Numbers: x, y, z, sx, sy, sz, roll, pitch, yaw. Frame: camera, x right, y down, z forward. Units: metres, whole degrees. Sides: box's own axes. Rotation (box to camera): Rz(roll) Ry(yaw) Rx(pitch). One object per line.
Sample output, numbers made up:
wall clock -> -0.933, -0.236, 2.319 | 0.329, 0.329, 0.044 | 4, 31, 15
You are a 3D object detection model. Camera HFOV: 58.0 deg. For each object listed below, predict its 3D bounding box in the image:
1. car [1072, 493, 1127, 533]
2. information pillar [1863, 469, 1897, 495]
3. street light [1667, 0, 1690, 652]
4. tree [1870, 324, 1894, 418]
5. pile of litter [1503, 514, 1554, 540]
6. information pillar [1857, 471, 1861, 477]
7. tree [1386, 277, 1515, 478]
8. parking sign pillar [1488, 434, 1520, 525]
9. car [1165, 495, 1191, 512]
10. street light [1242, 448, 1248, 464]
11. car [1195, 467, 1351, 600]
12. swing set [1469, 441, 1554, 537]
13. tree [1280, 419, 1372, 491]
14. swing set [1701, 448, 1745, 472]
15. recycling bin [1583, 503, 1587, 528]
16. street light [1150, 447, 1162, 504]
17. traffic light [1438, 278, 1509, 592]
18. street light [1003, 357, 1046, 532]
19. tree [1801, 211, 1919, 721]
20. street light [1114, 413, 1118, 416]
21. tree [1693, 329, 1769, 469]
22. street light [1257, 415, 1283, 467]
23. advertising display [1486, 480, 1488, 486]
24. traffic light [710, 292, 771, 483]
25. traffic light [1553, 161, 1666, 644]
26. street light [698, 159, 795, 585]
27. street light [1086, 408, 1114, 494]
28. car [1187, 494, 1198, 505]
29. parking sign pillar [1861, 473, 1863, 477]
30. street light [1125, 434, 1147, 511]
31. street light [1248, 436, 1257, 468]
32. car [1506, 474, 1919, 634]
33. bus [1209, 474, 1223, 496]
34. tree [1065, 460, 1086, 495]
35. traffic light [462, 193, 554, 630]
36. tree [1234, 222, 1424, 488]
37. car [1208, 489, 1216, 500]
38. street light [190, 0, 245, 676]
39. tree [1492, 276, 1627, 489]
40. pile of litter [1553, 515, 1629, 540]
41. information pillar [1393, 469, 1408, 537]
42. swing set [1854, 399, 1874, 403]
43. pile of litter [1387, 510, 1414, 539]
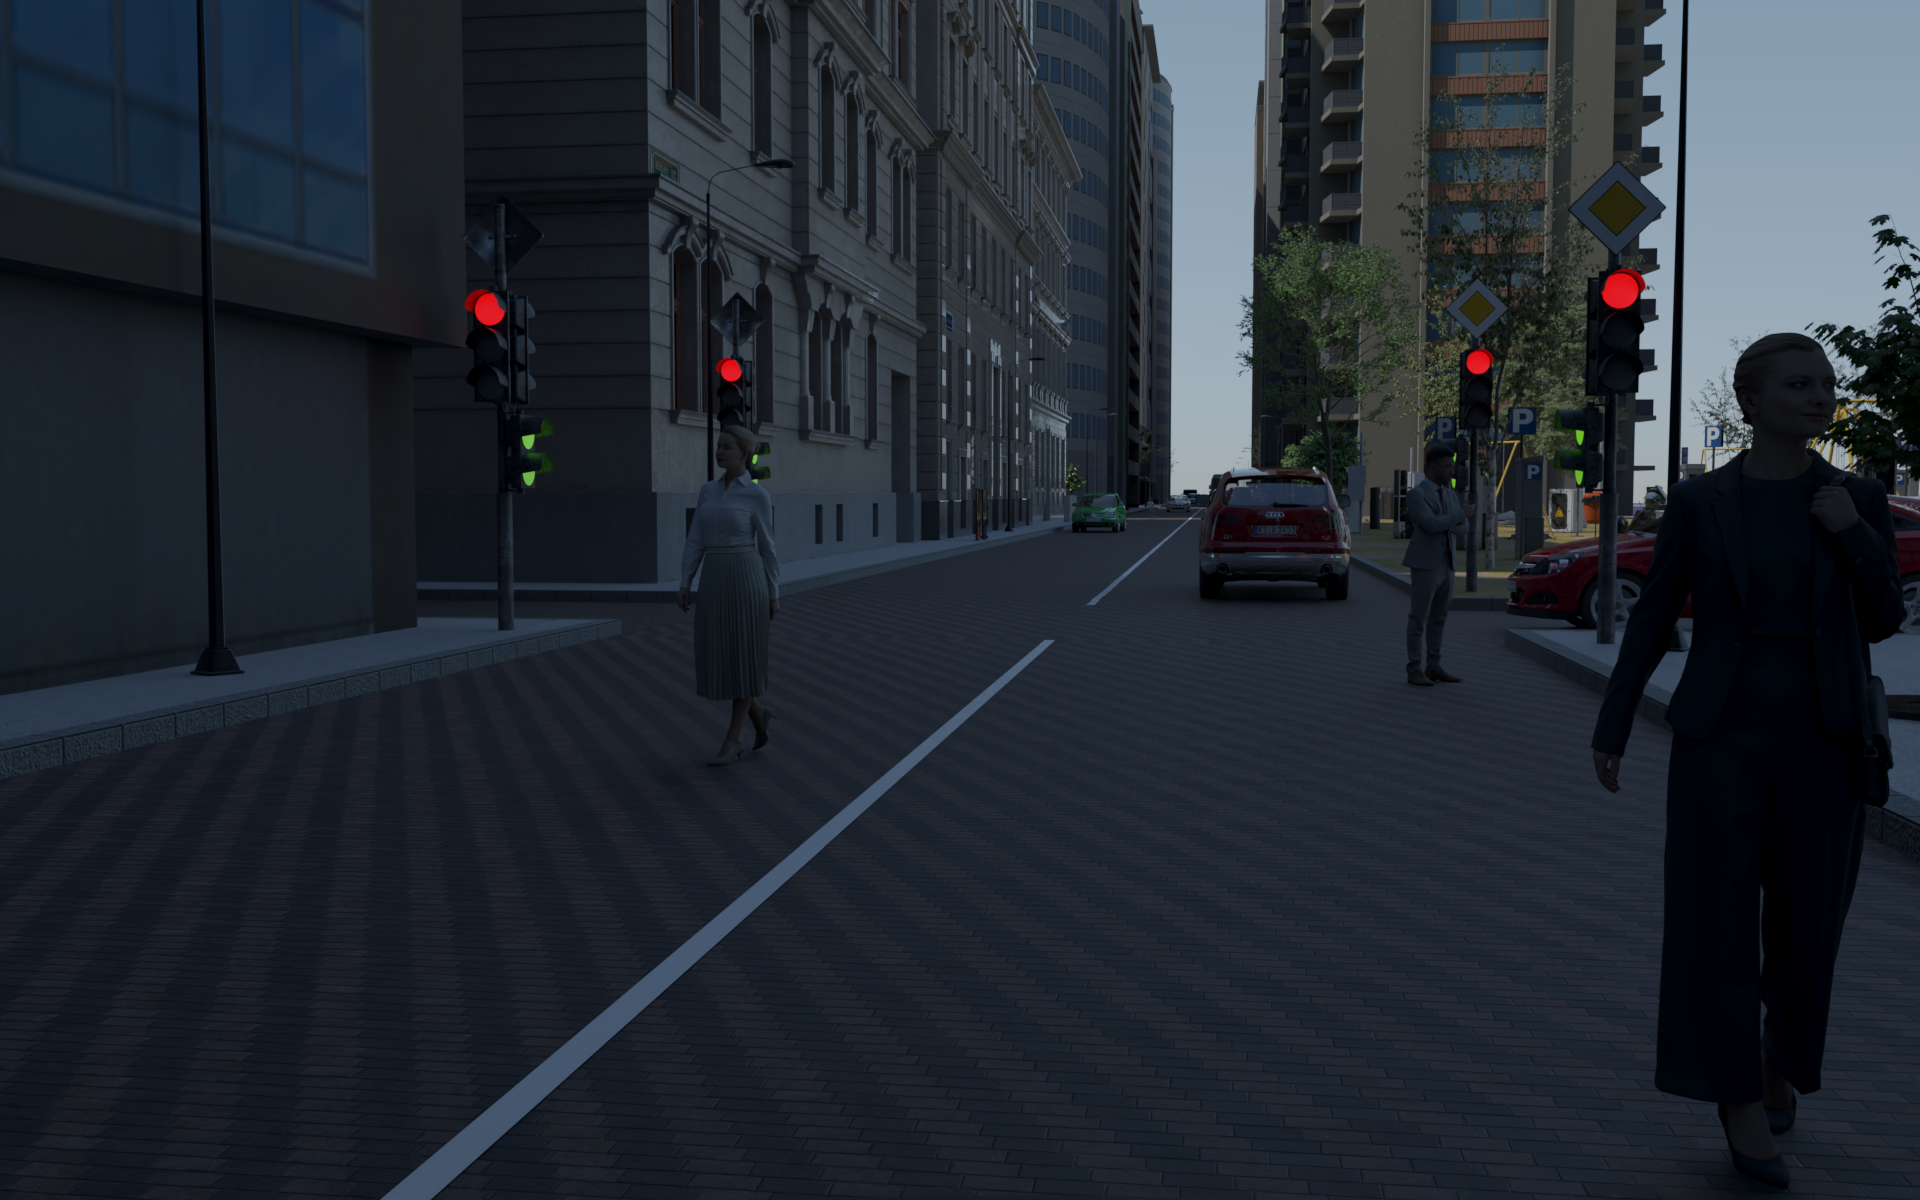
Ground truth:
car -> 5.309, -3.493, 65.907 | 1.959, 1.807, 4.718 | 1, 4, 10
information pillar -> 11.789, -1.085, 22.227 | 0.304, 2.012, 0.304 | 0, 4, 4
street light -> 5.301, -2.545, 14.148 | 1.470, 5.913, 1.316 | 1, 4, 8
tree -> 38.193, -7.441, 72.021 | 4.360, 8.622, 3.978 | 0, 3, 0
pile of litter -> 16.207, -2.155, 49.204 | 1.176, 0.858, 1.719 | -1, 4, -10
information pillar -> 46.228, -5.966, 88.896 | 0.504, 3.616, 0.183 | 1, 4, 18
tree -> 16.653, -6.571, 57.800 | 4.737, 8.622, 4.395 | 0, 3, 0
parking sign pillar -> 22.696, -5.127, 72.303 | 1.447, 3.967, 1.447 | -2, 4, -24
car -> 17.528, -7.745, 138.992 | 2.083, 1.381, 4.827 | 0, 4, 8
street light -> 30.780, -13.005, 185.173 | 1.470, 5.913, 1.316 | 1, 4, 8
car -> 4.547, -1.010, 25.188 | 2.281, 1.827, 5.304 | 1, 4, 10
swing set -> 15.786, -3.347, 52.351 | 2.862, 2.851, 3.119 | -2, 4, -25
tree -> 16.217, -5.613, 75.491 | 4.285, 4.588, 4.351 | 0, 3, 0
swing set -> 26.992, -3.763, 59.138 | 3.119, 2.851, 2.862 | 1, 4, 11
recycling bin -> 23.055, -3.211, 65.059 | 0.722, 1.027, 0.722 | -2, 4, -28
street light -> 18.792, -12.074, 169.947 | 1.470, 5.913, 1.316 | 1, 4, 8
traffic light -> 6.715, -2.065, 22.686 | 0.839, 4.253, 0.868 | 1, 4, 8
street light -> 2.203, -5.281, 58.880 | 1.470, 5.913, 1.316 | 1, 4, 8
tree -> 5.843, -0.952, 10.169 | 1.663, 3.219, 1.824 | 0, 3, 0
street light -> 8.401, -7.795, 99.995 | 1.470, 5.913, 1.316 | 1, 4, 8
tree -> 35.231, -7.802, 77.926 | 4.360, 8.622, 3.978 | 0, 3, 0
street light -> 18.460, -7.934, 102.258 | 1.470, 5.913, 1.316 | 1, 4, 8
advertising display -> 23.836, -4.409, 77.305 | 0.974, 1.923, 0.123 | -2, 4, -33
traffic light -> -3.090, -2.153, 24.127 | 0.839, 4.253, 0.868 | 1, 4, 8
traffic light -> 5.537, -1.582, 14.788 | 0.839, 4.253, 0.868 | 1, 4, 8
street light -> -2.978, -3.161, 24.220 | 1.470, 5.913, 1.316 | 1, 4, 8
street light -> 7.406, -7.400, 93.536 | 1.470, 5.913, 1.316 | 1, 4, 8
car -> 27.304, -11.811, 202.705 | 1.945, 1.707, 3.694 | 0, 4, 7
parking sign pillar -> 33.267, -4.549, 62.847 | 1.447, 3.967, 1.447 | -2, 4, -33
street light -> 13.582, -9.915, 134.654 | 1.470, 5.913, 1.316 | 1, 4, 8
street light -> 23.776, -10.084, 137.411 | 1.470, 5.913, 1.316 | 1, 4, 8
car -> 7.907, -0.525, 17.621 | 4.494, 1.783, 2.155 | 1, 4, 10
bus -> 25.215, -10.423, 165.272 | 2.948, 3.499, 13.247 | 1, 4, 8
tree -> 6.438, -6.331, 98.107 | 1.663, 3.219, 1.824 | 0, 3, 0
traffic light -> -4.268, -1.670, 16.229 | 0.839, 4.253, 0.868 | 1, 4, 8
tree -> 14.218, -8.639, 67.010 | 9.928, 11.665, 9.643 | 0, 3, 0
car -> 20.937, -7.911, 138.020 | 2.281, 1.827, 5.304 | 0, 4, 7
street light -> -4.765, -2.419, 12.098 | 1.470, 5.913, 1.316 | 1, 4, 8
tree -> 31.219, -10.567, 90.894 | 7.486, 12.596, 7.792 | 0, 3, 0
pile of litter -> 13.170, -1.310, 35.382 | 1.719, 0.858, 1.176 | -3, 5, -42
information pillar -> 13.093, -2.874, 51.478 | 0.304, 2.012, 0.304 | -1, 4, -18
swing set -> 16.057, -1.882, 28.383 | 3.119, 2.851, 2.862 | 1, 4, 10
pile of litter -> 13.024, -2.175, 49.527 | 1.176, 0.858, 1.719 | -2, 4, -26
